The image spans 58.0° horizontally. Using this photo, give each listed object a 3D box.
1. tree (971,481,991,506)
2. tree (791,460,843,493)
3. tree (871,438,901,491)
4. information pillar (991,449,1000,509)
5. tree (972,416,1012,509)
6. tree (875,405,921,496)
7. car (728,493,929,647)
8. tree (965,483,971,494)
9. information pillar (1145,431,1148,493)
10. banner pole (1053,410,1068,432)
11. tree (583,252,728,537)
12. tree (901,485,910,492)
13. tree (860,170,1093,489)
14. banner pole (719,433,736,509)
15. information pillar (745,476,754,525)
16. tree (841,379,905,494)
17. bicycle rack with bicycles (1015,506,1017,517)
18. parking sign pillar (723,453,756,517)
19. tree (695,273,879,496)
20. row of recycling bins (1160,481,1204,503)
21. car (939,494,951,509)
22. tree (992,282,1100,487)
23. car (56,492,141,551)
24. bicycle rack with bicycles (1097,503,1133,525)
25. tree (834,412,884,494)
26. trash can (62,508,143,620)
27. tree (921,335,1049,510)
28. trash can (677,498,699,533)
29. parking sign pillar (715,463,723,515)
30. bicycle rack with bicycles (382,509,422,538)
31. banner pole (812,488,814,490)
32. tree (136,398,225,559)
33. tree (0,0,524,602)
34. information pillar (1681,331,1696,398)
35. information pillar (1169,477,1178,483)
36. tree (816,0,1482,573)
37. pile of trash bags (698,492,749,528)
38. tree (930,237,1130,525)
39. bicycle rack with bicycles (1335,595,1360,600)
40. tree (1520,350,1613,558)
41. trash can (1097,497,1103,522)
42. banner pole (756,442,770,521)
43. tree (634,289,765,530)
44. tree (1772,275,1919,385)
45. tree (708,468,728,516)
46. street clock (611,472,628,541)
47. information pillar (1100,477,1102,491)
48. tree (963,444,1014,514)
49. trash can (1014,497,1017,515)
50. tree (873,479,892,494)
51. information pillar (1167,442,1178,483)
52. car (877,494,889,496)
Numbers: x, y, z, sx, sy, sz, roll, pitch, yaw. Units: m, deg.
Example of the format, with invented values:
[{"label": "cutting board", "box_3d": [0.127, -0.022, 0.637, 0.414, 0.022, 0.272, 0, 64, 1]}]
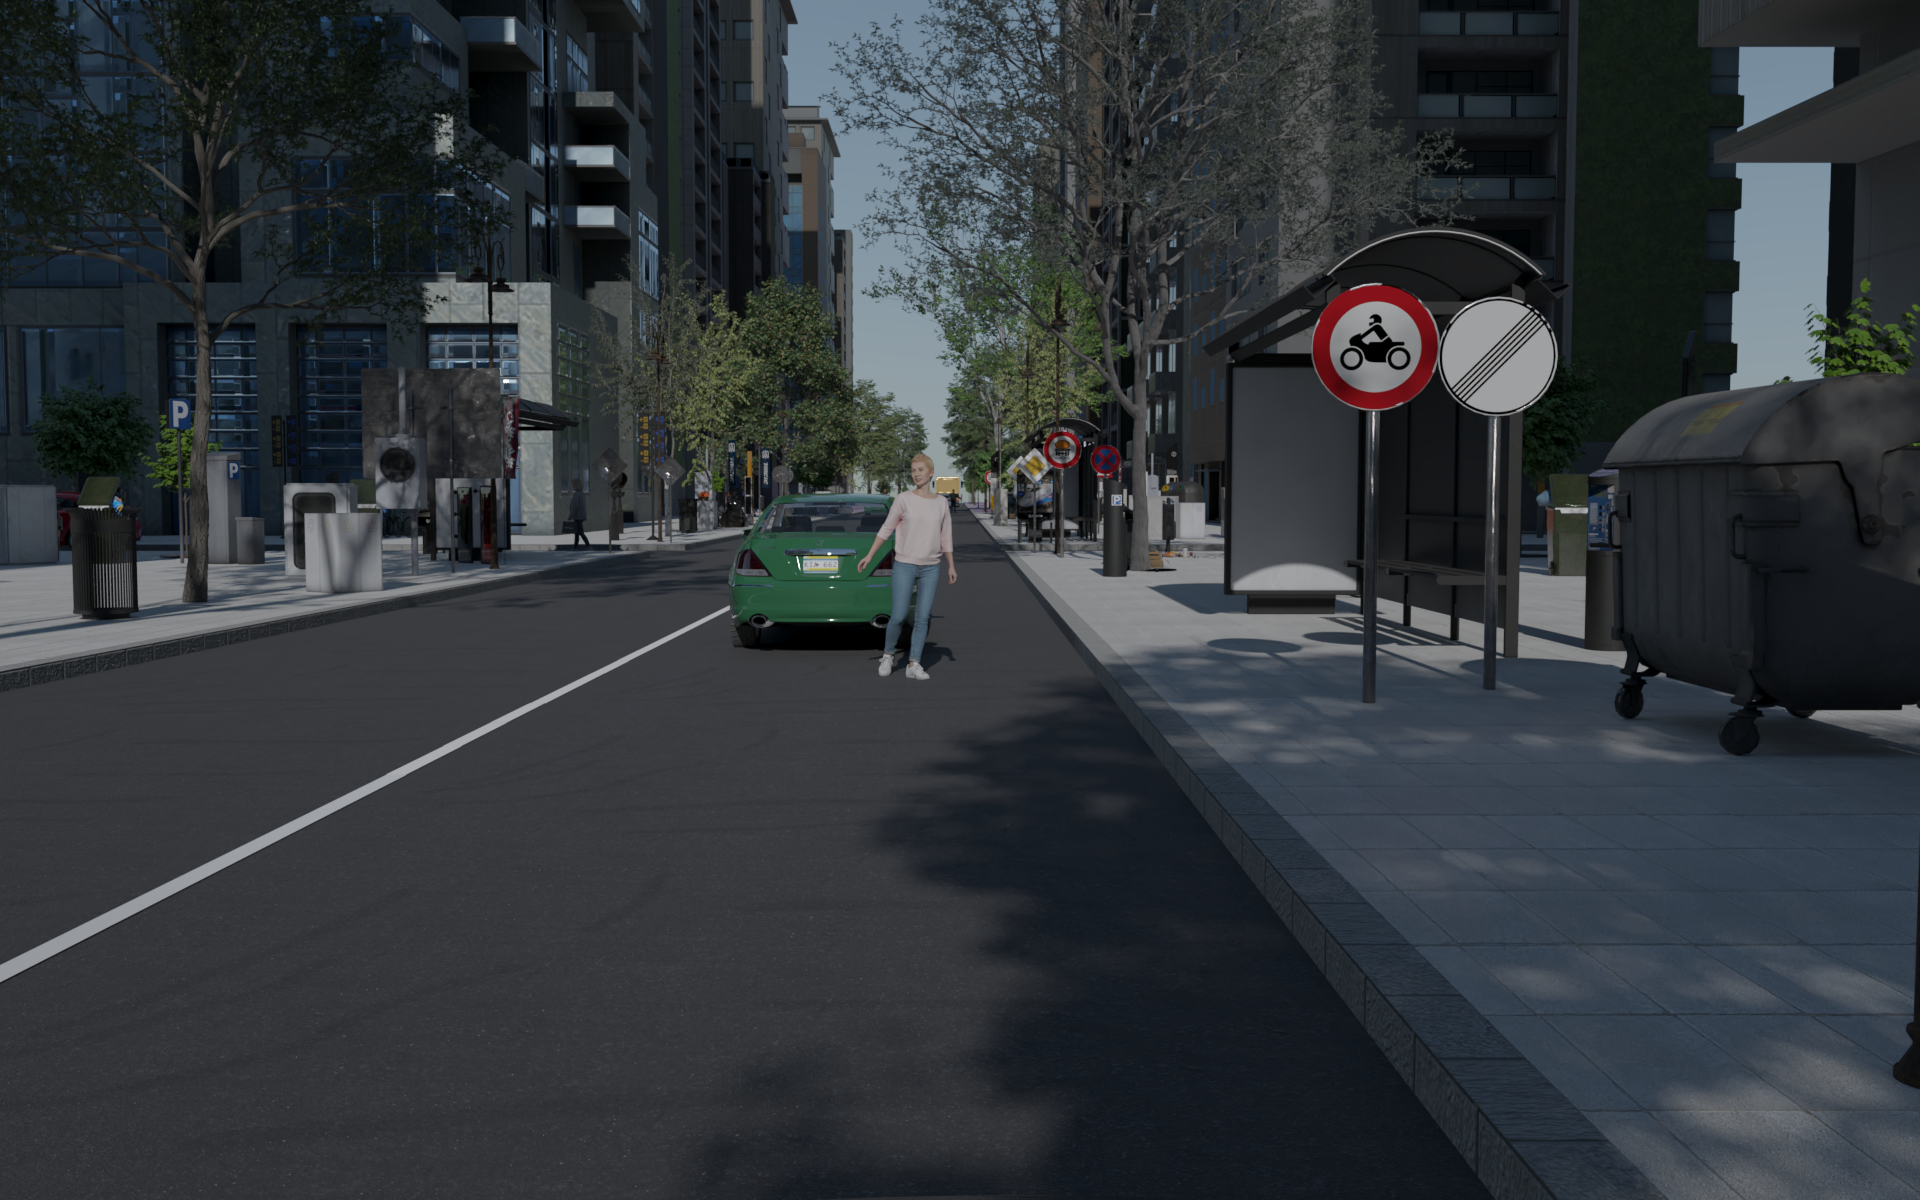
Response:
[{"label": "tree", "box_3d": [2.668, -12.138, 193.054, 1.663, 3.219, 1.824, 0, 3, 0]}, {"label": "tree", "box_3d": [-8.467, -7.237, 102.045, 4.285, 4.588, 4.351, 0, 3, 0]}, {"label": "tree", "box_3d": [-9.152, -15.874, 209.895, 4.360, 8.622, 3.978, 0, 3, 0]}, {"label": "information pillar", "box_3d": [1.836, -5.996, 89.392, 0.504, 3.616, 0.183, 0, 4, -3]}, {"label": "tree", "box_3d": [2.935, -13.609, 172.864, 4.360, 8.622, 3.978, 0, 3, 0]}, {"label": "tree", "box_3d": [-8.548, -20.760, 246.084, 9.857, 13.997, 8.962, 0, 3, 0]}, {"label": "car", "box_3d": [-1.233, -0.356, 17.625, 2.131, 1.459, 4.920, 0, 3, 0]}, {"label": "tree", "box_3d": [1.522, -15.554, 248.901, 1.663, 3.219, 1.824, 0, 3, 0]}, {"label": "information pillar", "box_3d": [6.902, -4.471, 64.450, 0.183, 3.616, 0.504, 0, 4, -3]}, {"label": "banner pole", "box_3d": [2.965, -3.770, 51.659, 0.401, 3.779, 0.863, -2, 4, -35]}, {"label": "tree", "box_3d": [-9.061, -6.214, 51.968, 4.360, 8.622, 3.978, 0, 3, 0]}, {"label": "tree", "box_3d": [-8.753, -17.339, 278.094, 1.663, 3.219, 1.824, 0, 3, 0]}, {"label": "tree", "box_3d": [0.958, -15.031, 101.650, 12.611, 20.169, 13.585, 0, 3, 0]}, {"label": "banner pole", "box_3d": [-9.392, -4.926, 70.565, 0.863, 3.779, 0.401, 3, 5, 42]}, {"label": "information pillar", "box_3d": [-8.711, -4.102, 71.562, 0.304, 2.012, 0.304, 0, 4, 6]}, {"label": "tree", "box_3d": [-9.174, -15.460, 170.896, 7.486, 12.596, 7.792, 0, 3, 0]}, {"label": "bicycle rack with bicycles", "box_3d": [3.409, -5.138, 97.393, 2.925, 0.926, 2.852, -1, 4, -10]}, {"label": "parking sign pillar", "box_3d": [-12.075, -6.602, 96.416, 1.447, 3.967, 1.447, -2, 4, -31]}, {"label": "tree", "box_3d": [-8.992, -10.570, 89.825, 9.611, 12.733, 9.660, 0, 3, 0]}, {"label": "row of recycling bins", "box_3d": [7.341, -3.053, 57.024, 1.069, 1.692, 3.534, 0, 4, -4]}, {"label": "car", "box_3d": [-1.609, -9.581, 168.653, 2.014, 1.417, 4.499, 0, 4, 1]}, {"label": "tree", "box_3d": [2.878, -6.764, 60.960, 4.737, 8.622, 4.395, 0, 3, 0]}, {"label": "car", "box_3d": [-22.062, -1.983, 41.464, 4.494, 1.783, 2.155, 0, 4, 0]}, {"label": "bicycle rack with bicycles", "box_3d": [6.172, -3.656, 73.154, 2.852, 0.926, 2.925, -3, 4, -38]}, {"label": "tree", "box_3d": [-9.341, -11.812, 143.485, 4.737, 8.622, 4.395, 0, 3, 0]}, {"label": "trash can", "box_3d": [-8.808, -0.378, 17.838, 0.748, 1.137, 0.748, 0, 3, 0]}, {"label": "tree", "box_3d": [2.669, -14.145, 137.921, 9.857, 13.997, 8.962, 0, 3, 0]}, {"label": "trash can", "box_3d": [-8.941, -2.771, 56.961, 0.748, 1.137, 0.748, 0, 3, 0]}, {"label": "parking sign pillar", "box_3d": [-14.527, -7.041, 103.598, 1.447, 3.967, 1.447, 1, 4, 10]}, {"label": "bicycle rack with bicycles", "box_3d": [-16.613, -2.329, 51.461, 2.852, 0.926, 2.925, -3, 4, -37]}, {"label": "banner pole", "box_3d": [-10.510, -7.978, 120.453, 0.863, 3.779, 0.401, -1, 4, -12]}, {"label": "tree", "box_3d": [-15.678, -2.456, 34.752, 1.663, 3.219, 1.824, 0, 3, 0]}, {"label": "tree", "box_3d": [-8.773, -5.259, 20.396, 7.601, 10.594, 8.767, -2, 4, -27]}, {"label": "information pillar", "box_3d": [10.414, -2.047, 24.823, 0.183, 3.616, 0.504, 2, 4, 34]}, {"label": "information pillar", "box_3d": [8.980, -4.190, 72.995, 0.304, 2.012, 0.304, 2, 4, 30]}, {"label": "tree", "box_3d": [2.887, -7.221, 28.427, 12.009, 13.543, 11.850, 0, 3, 0]}, {"label": "pile of trash bags", "box_3d": [-9.313, -3.454, 66.233, 1.912, 1.369, 3.447, 0, 4, 8]}, {"label": "tree", "box_3d": [2.940, -8.904, 71.338, 9.928, 11.665, 9.643, 0, 3, 0]}, {"label": "bicycle rack with bicycles", "box_3d": [5.462, -0.516, 21.816, 2.925, 0.926, 2.852, 1, 4, 14]}, {"label": "tree", "box_3d": [11.585, -3.168, 35.514, 4.285, 4.588, 4.351, 0, 3, 0]}, {"label": "trash can", "box_3d": [6.062, -4.028, 77.514, 0.748, 1.137, 0.748, 0, 3, 0]}, {"label": "banner pole", "box_3d": [-9.406, -5.676, 82.815, 0.863, 3.779, 0.401, 2, 4, 33]}, {"label": "tree", "box_3d": [-9.134, -6.803, 61.587, 4.737, 8.622, 4.395, 0, 3, 0]}, {"label": "tree", "box_3d": [8.092, -1.271, 15.379, 1.663, 3.219, 1.824, 0, 3, 0]}, {"label": "tree", "box_3d": [-14.021, -6.414, 99.475, 1.663, 3.219, 1.824, 0, 3, 0]}, {"label": "street clock", "box_3d": [-9.533, -2.641, 47.753, 0.471, 2.002, 0.358, 3, 5, 44]}, {"label": "information pillar", "box_3d": [9.786, -7.778, 118.528, 0.504, 3.616, 0.183, 1, 4, 19]}, {"label": "tree", "box_3d": [2.221, -7.856, 112.165, 4.285, 4.588, 4.351, 0, 3, 0]}, {"label": "trash can", "box_3d": [3.419, -5.360, 99.286, 0.748, 1.137, 0.748, 0, 3, 0]}, {"label": "tree", "box_3d": [-8.516, -11.677, 185.527, 1.663, 3.219, 1.824, 0, 3, 0]}, {"label": "information pillar", "box_3d": [9.516, -5.278, 77.647, 0.504, 3.616, 0.183, 1, 4, 19]}, {"label": "car", "box_3d": [-5.446, -6.398, 116.412, 2.131, 1.459, 4.920, 0, 4, 0]}]
